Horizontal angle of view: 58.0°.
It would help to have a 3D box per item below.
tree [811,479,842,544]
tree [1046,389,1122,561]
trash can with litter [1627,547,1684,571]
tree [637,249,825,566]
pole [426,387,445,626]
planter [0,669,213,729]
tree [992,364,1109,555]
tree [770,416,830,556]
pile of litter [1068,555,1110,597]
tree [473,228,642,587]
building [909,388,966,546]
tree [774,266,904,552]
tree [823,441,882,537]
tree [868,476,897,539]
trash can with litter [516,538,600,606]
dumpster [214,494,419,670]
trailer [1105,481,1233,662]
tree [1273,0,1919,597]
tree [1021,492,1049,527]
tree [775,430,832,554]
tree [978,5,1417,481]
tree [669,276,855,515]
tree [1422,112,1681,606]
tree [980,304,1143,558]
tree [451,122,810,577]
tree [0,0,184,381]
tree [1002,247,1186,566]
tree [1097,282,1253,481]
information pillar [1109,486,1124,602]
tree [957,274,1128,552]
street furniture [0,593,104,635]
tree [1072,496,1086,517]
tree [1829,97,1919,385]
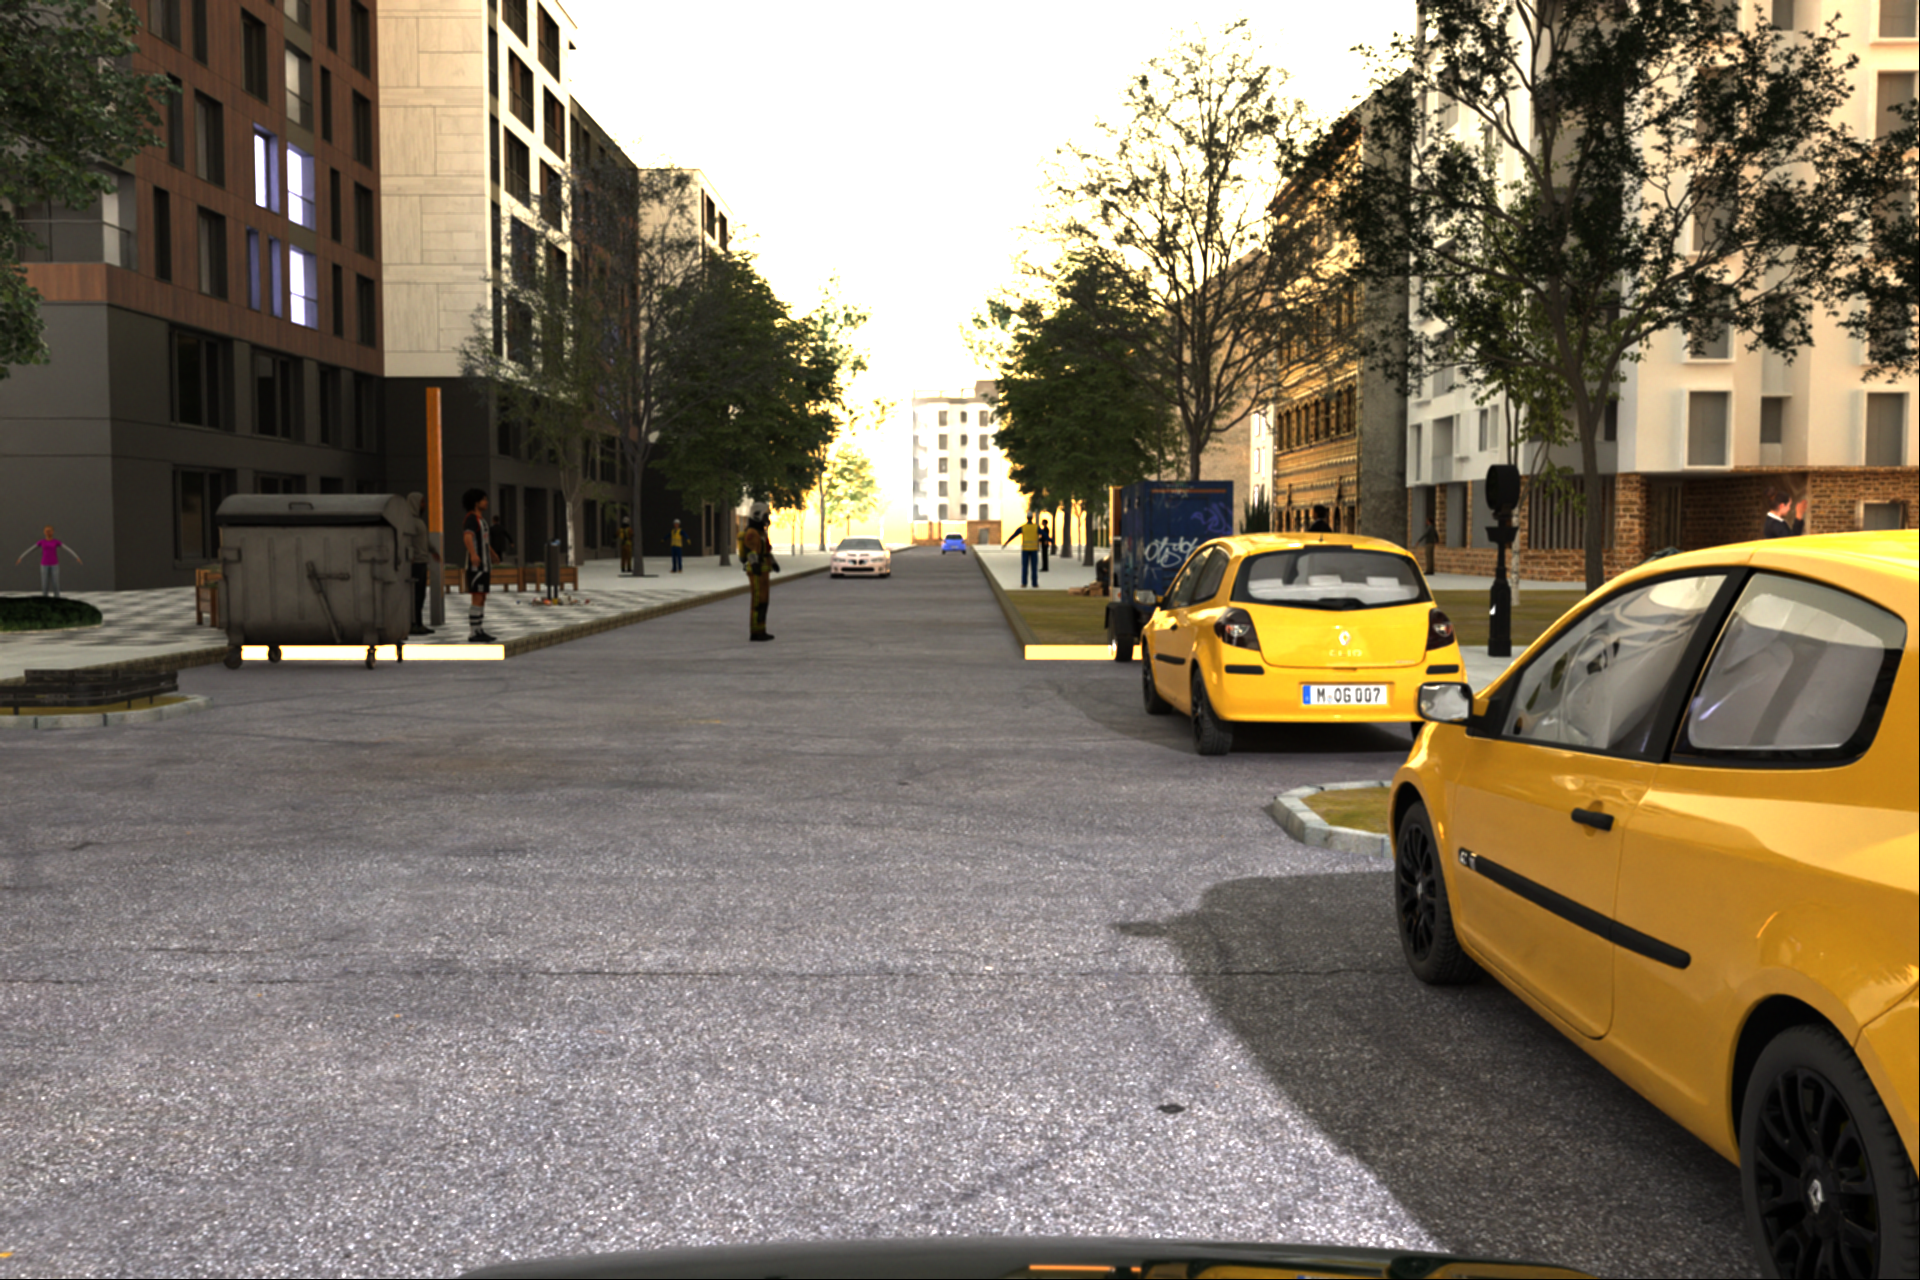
[{"bbox_3d":[-16.720,-16.351,217.695,4.737,8.622,4.395,0,3,0],"label":"tree"},{"bbox_3d":[5.673,-7.973,80.727,4.737,8.622,4.395,0,3,0],"label":"tree"},{"bbox_3d":[5.836,-0.232,15.174,1.055,1.170,0.624,0,4,0],"label":"trash can with litter"},{"bbox_3d":[-9.266,-9.227,68.995,7.486,12.596,7.792,0,3,0],"label":"tree"},{"bbox_3d":[-7.334,-1.858,24.221,0.158,3.312,0.155,0,3,0],"label":"pole"},{"bbox_3d":[-7.119,0.454,13.716,1.991,0.319,1.994,0,3,0],"label":"planter"},{"bbox_3d":[5.826,-10.934,104.519,9.928,11.665,9.643,0,3,0],"label":"tree"},{"bbox_3d":[-10.009,-9.325,102.831,4.360,8.622,3.978,0,3,0],"label":"tree"},{"bbox_3d":[2.828,-1.358,36.170,1.176,0.858,1.719,0,4,0],"label":"pile of litter"},{"bbox_3d":[-9.412,-5.611,42.105,4.360,8.622,3.978,0,3,0],"label":"tree"},{"bbox_3d":[-5.928,-21.814,215.527,11.380,20.090,16.016,0,4,-5],"label":"building"},{"bbox_3d":[-10.403,-16.454,124.919,12.611,20.169,13.585,0,3,0],"label":"tree"},{"bbox_3d":[-13.167,-17.886,210.565,7.486,12.596,7.792,0,3,0],"label":"tree"},{"bbox_3d":[-9.609,-16.366,217.948,4.360,8.622,3.978,0,3,0],"label":"tree"},{"bbox_3d":[-7.289,-1.269,31.812,1.678,1.210,2.233,0,4,0],"label":"trash can with litter"},{"bbox_3d":[-6.944,-0.644,18.745,1.865,1.857,1.264,0,4,0],"label":"dumpster"},{"bbox_3d":[2.444,-0.820,20.456,1.471,1.999,3.904,0,4,0],"label":"trailer"},{"bbox_3d":[8.470,-5.409,22.845,8.767,10.594,7.601,0,4,8],"label":"tree"},{"bbox_3d":[10.082,-16.130,214.095,4.360,8.622,3.978,0,3,0],"label":"tree"},{"bbox_3d":[-9.951,-9.680,108.630,4.360,8.622,3.978,0,3,0],"label":"tree"},{"bbox_3d":[5.620,-7.978,40.807,12.009,13.543,11.850,0,3,0],"label":"tree"},{"bbox_3d":[-9.647,-10.813,83.442,9.857,13.997,8.962,0,3,0],"label":"tree"},{"bbox_3d":[10.107,-4.910,30.643,4.737,8.622,4.395,0,3,0],"label":"tree"},{"bbox_3d":[5.779,-11.449,93.841,9.857,13.997,8.962,0,3,0],"label":"tree"},{"bbox_3d":[-9.702,-8.644,51.702,12.009,13.543,11.850,0,3,0],"label":"tree"},{"bbox_3d":[-12.645,-6.744,16.927,9.857,13.997,8.962,0,3,0],"label":"tree"},{"bbox_3d":[5.328,-9.238,69.164,7.486,12.596,7.792,0,3,0],"label":"tree"},{"bbox_3d":[5.657,-6.104,50.160,4.360,8.622,3.978,0,3,0],"label":"tree"},{"bbox_3d":[2.483,-1.369,26.871,0.304,2.012,0.304,0,4,-1],"label":"information pillar"},{"bbox_3d":[6.846,-16.259,121.719,12.611,20.169,13.585,0,3,0],"label":"tree"},{"bbox_3d":[-16.881,-0.405,22.244,10.072,0.657,5.734,0,4,6],"label":"street furniture"},{"bbox_3d":[16.686,-17.015,212.610,7.601,10.594,8.767,0,4,2],"label":"tree"},{"bbox_3d":[17.652,-5.689,27.420,7.601,10.594,8.767,0,4,3],"label":"tree"}]
